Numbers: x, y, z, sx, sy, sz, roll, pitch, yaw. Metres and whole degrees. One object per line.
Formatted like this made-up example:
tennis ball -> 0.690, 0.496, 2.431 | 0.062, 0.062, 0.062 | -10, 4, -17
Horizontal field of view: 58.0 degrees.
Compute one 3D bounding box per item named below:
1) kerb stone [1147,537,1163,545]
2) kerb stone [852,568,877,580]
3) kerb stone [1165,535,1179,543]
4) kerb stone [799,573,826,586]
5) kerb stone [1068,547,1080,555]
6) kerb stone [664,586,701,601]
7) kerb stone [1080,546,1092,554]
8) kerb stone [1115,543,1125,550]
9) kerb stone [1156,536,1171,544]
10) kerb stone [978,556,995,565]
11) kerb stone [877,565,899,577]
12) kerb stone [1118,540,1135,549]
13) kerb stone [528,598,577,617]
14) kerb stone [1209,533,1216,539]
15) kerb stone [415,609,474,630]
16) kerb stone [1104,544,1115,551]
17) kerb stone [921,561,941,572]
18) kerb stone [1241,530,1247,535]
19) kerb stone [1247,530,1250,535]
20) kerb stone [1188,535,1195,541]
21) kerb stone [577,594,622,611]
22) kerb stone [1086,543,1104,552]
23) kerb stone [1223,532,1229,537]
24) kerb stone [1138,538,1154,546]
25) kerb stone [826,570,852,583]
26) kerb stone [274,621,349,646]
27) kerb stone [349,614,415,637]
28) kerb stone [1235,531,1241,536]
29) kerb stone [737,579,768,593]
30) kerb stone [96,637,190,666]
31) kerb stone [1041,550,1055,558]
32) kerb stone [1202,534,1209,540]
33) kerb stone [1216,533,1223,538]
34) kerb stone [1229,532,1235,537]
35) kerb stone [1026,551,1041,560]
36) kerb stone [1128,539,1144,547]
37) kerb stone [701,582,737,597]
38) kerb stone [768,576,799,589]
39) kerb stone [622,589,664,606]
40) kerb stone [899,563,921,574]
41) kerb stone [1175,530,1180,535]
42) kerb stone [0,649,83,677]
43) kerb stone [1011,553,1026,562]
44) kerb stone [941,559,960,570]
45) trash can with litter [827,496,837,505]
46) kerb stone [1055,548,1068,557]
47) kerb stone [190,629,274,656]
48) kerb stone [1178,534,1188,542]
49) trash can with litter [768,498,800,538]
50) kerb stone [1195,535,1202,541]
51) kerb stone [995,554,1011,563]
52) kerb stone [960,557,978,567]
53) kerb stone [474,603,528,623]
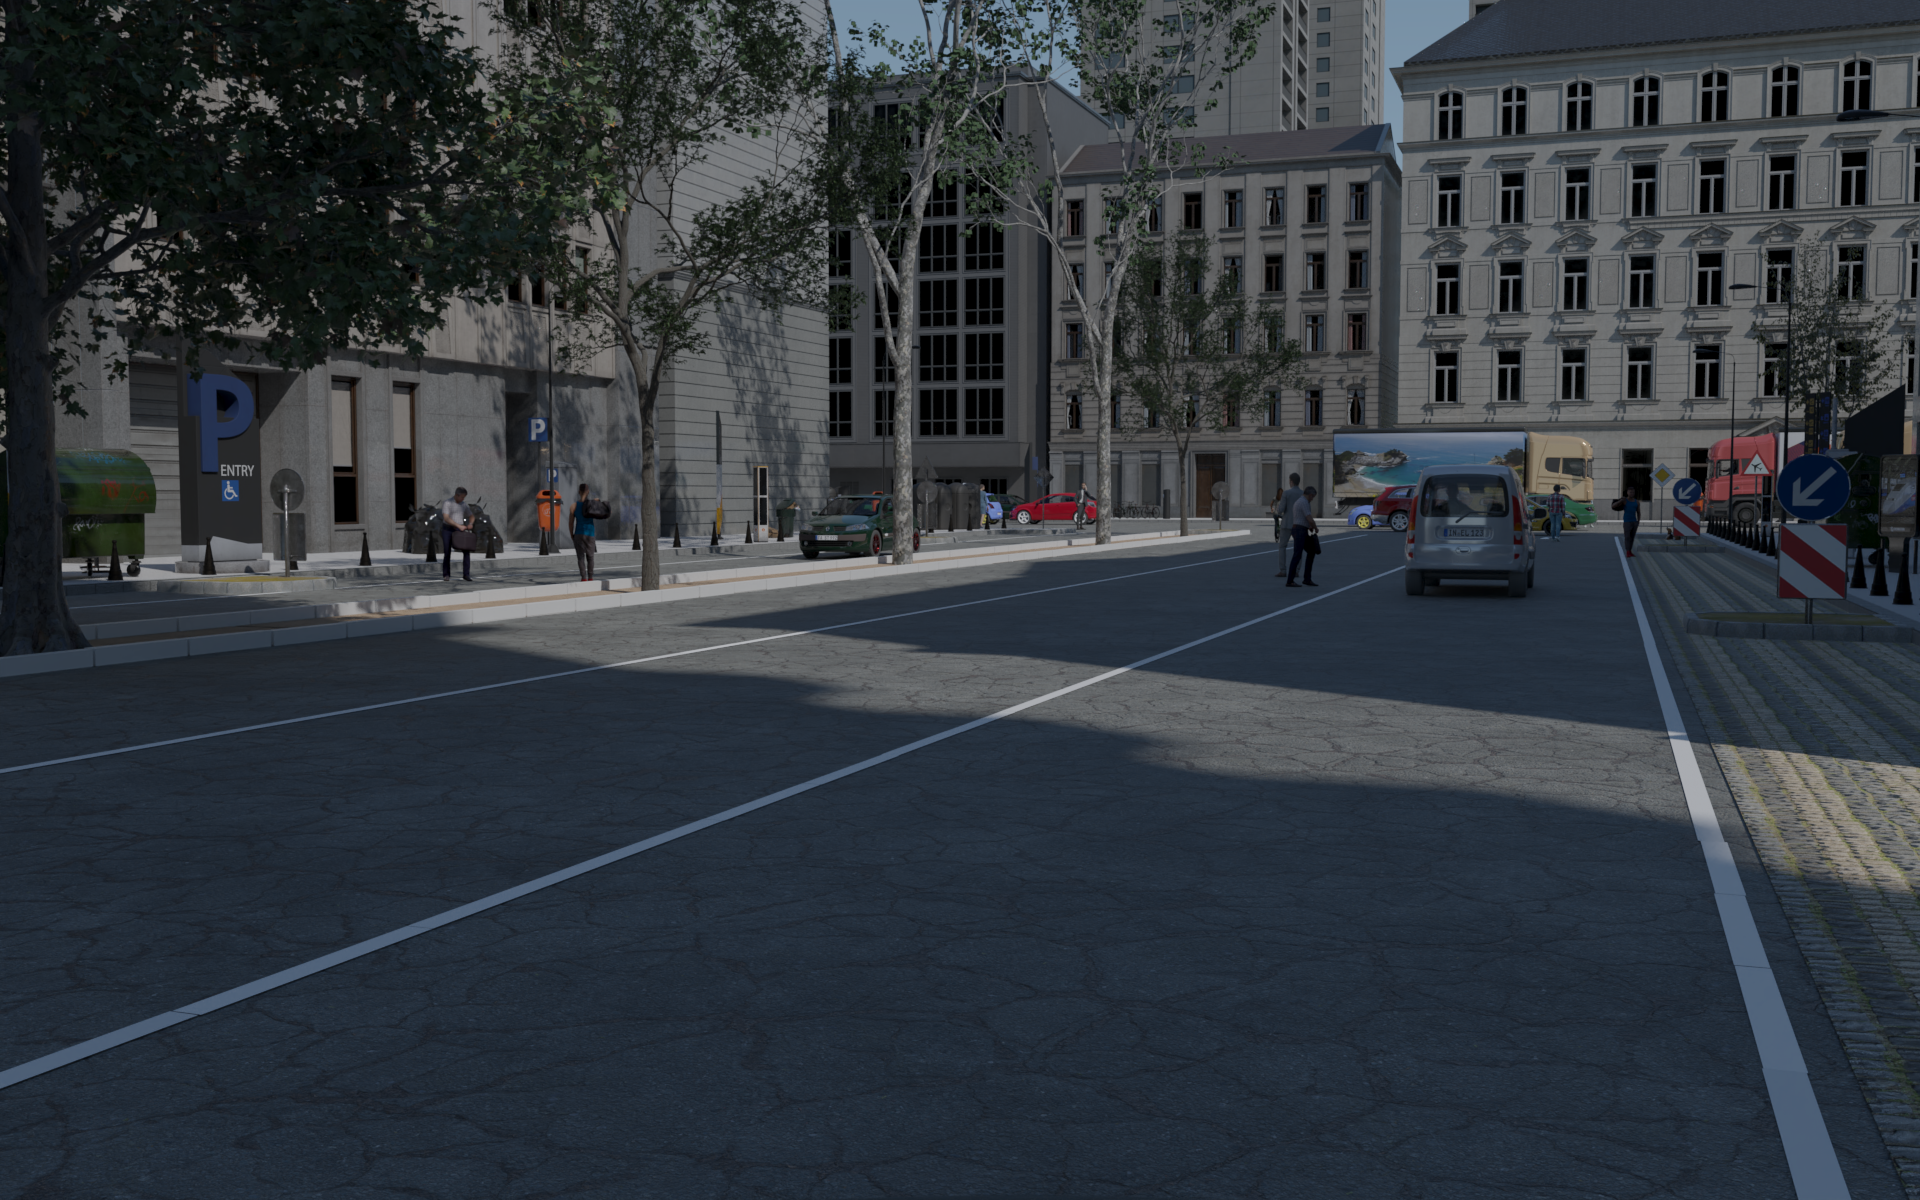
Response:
kerb stone -> 5.439, -1.612, 48.613 | 0.120, 0.150, 1.000 | 1, 4, 20
kerb stone -> -1.704, -0.437, 29.348 | 0.120, 0.150, 1.000 | 1, 4, 20
kerb stone -> 6.154, -1.734, 50.539 | 0.120, 0.150, 1.000 | 1, 4, 20
kerb stone -> -2.420, -0.320, 27.423 | 0.120, 0.150, 1.000 | 1, 4, 20
kerb stone -> 2.584, -1.145, 40.913 | 0.120, 0.150, 1.000 | 1, 4, 20
kerb stone -> -3.850, -0.080, 23.568 | 0.120, 0.150, 1.000 | 1, 4, 20
kerb stone -> 2.941, -1.203, 41.875 | 0.120, 0.150, 1.000 | 1, 4, 20
kerb stone -> 4.011, -1.376, 44.761 | 0.120, 0.150, 1.000 | 1, 4, 20
kerb stone -> 5.798, -1.675, 49.575 | 0.120, 0.150, 1.000 | 1, 4, 20
kerb stone -> 0.440, -0.791, 35.127 | 0.120, 0.150, 1.000 | 1, 4, 20
kerb stone -> -1.351, -0.496, 30.311 | 0.120, 0.150, 1.000 | 1, 4, 20
kerb stone -> 4.369, -1.439, 45.724 | 0.120, 0.150, 1.000 | 1, 4, 20
kerb stone -> -4.928, 0.095, 20.679 | 0.120, 0.150, 1.000 | 1, 4, 20
kerb stone -> 7.939, -2.024, 55.345 | 0.120, 0.150, 1.000 | 1, 4, 20
kerb stone -> -5.643, 0.211, 18.749 | 0.120, 0.150, 1.000 | 1, 4, 20
kerb stone -> 3.658, -1.321, 43.798 | 0.120, 0.150, 1.000 | 1, 4, 20
kerb stone -> -0.634, -0.614, 32.236 | 0.120, 0.150, 1.000 | 1, 4, 20
kerb stone -> 9.730, -2.322, 60.167 | 0.120, 0.150, 1.000 | 1, 4, 20
kerb stone -> 10.079, -2.382, 61.135 | 0.120, 0.150, 1.000 | 1, 4, 20
kerb stone -> 6.870, -1.851, 52.461 | 0.120, 0.150, 1.000 | 1, 4, 20
kerb stone -> -4.568, 0.034, 21.642 | 0.120, 0.150, 1.000 | 1, 4, 20
kerb stone -> 3.307, -1.262, 42.835 | 0.120, 0.150, 1.000 | 1, 4, 20
kerb stone -> 8.664, -2.145, 57.274 | 0.120, 0.150, 1.000 | 1, 4, 20
kerb stone -> 5.083, -1.557, 47.650 | 0.120, 0.150, 1.000 | 1, 4, 20
kerb stone -> -2.066, -0.379, 28.389 | 0.120, 0.150, 1.000 | 1, 4, 20
kerb stone -> -6.349, 0.335, 16.818 | 0.120, 0.150, 1.000 | 1, 4, 20
kerb stone -> -5.996, 0.270, 17.782 | 0.120, 0.150, 1.000 | 1, 4, 20
kerb stone -> 9.366, -2.258, 59.202 | 0.120, 0.150, 1.000 | 1, 4, 20
kerb stone -> -3.139, -0.202, 25.503 | 0.120, 0.150, 1.000 | 1, 4, 20
kerb stone -> -7.070, 0.447, 14.887 | 0.120, 0.150, 1.000 | 1, 4, 20
kerb stone -> 1.866, -1.027, 38.986 | 0.120, 0.150, 1.000 | 1, 4, 20
kerb stone -> 7.580, -1.969, 54.384 | 0.120, 0.150, 1.000 | 1, 4, 20
kerb stone -> 8.295, -2.086, 56.307 | 0.120, 0.150, 1.000 | 1, 4, 20
kerb stone -> 9.007, -2.205, 58.241 | 0.120, 0.150, 1.000 | 1, 4, 20
kerb stone -> 1.511, -0.968, 38.022 | 0.120, 0.150, 1.000 | 1, 4, 20
kerb stone -> 4.721, -1.498, 46.688 | 0.120, 0.150, 1.000 | 1, 4, 20
kerb stone -> -3.487, -0.143, 24.532 | 0.120, 0.150, 1.000 | 1, 4, 20
kerb stone -> -2.777, -0.261, 26.462 | 0.120, 0.150, 1.000 | 1, 4, 20
kerb stone -> -4.203, -0.025, 22.600 | 0.120, 0.150, 1.000 | 1, 4, 20
kerb stone -> -0.993, -0.555, 31.275 | 0.120, 0.150, 1.000 | 1, 4, 20
kerb stone -> 7.400, -2.307, 59.923 | 0.120, 0.150, 1.000 | 1, 4, 20
kerb stone -> -7.426, 0.512, 13.926 | 0.120, 0.150, 1.000 | 1, 4, 20
kerb stone -> 1.153, -0.909, 37.061 | 0.120, 0.150, 1.000 | 1, 4, 20
kerb stone -> -0.279, -0.673, 33.198 | 0.120, 0.150, 1.000 | 1, 4, 20
trash can with litter -> -3.933, -2.900, 58.475 | 1.678, 1.210, 2.233 | 3, 5, 42
kerb stone -> 2.231, -1.081, 39.949 | 0.120, 0.150, 1.000 | 1, 4, 20
kerb stone -> -6.711, 0.389, 15.847 | 0.120, 0.150, 1.000 | 1, 4, 20
kerb stone -> 6.521, -1.792, 51.497 | 0.120, 0.150, 1.000 | 1, 4, 20
trash can with litter -> -5.228, -2.400, 50.627 | 0.624, 1.170, 1.055 | 3, 5, 40
kerb stone -> 7.220, -1.910, 53.425 | 0.120, 0.150, 1.000 | 1, 4, 20
kerb stone -> 0.787, -0.849, 36.094 | 0.120, 0.150, 1.000 | 1, 4, 20
kerb stone -> 0.083, -0.732, 34.166 | 0.120, 0.150, 1.000 | 1, 4, 20
kerb stone -> -5.286, 0.156, 19.710 | 0.120, 0.150, 1.000 | 1, 4, 20
